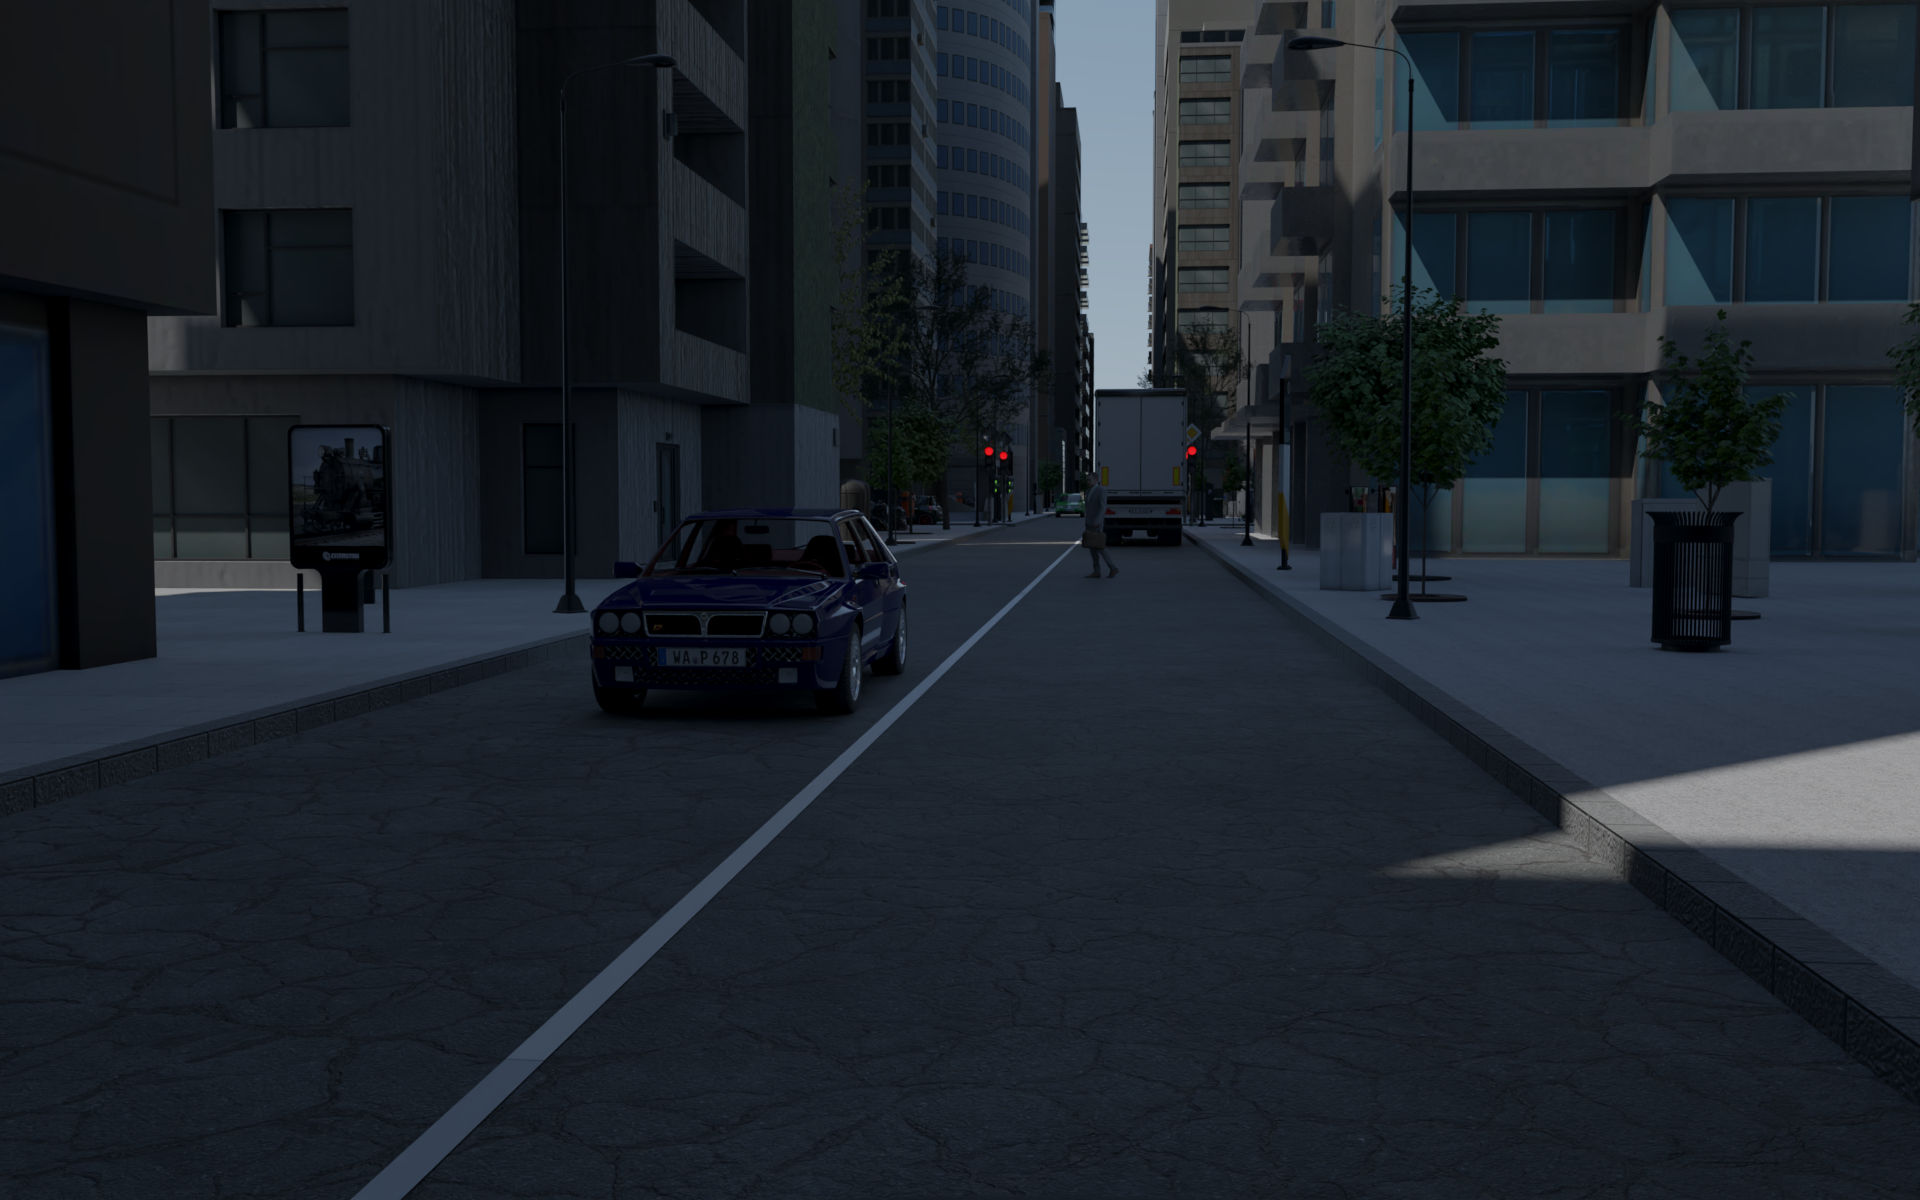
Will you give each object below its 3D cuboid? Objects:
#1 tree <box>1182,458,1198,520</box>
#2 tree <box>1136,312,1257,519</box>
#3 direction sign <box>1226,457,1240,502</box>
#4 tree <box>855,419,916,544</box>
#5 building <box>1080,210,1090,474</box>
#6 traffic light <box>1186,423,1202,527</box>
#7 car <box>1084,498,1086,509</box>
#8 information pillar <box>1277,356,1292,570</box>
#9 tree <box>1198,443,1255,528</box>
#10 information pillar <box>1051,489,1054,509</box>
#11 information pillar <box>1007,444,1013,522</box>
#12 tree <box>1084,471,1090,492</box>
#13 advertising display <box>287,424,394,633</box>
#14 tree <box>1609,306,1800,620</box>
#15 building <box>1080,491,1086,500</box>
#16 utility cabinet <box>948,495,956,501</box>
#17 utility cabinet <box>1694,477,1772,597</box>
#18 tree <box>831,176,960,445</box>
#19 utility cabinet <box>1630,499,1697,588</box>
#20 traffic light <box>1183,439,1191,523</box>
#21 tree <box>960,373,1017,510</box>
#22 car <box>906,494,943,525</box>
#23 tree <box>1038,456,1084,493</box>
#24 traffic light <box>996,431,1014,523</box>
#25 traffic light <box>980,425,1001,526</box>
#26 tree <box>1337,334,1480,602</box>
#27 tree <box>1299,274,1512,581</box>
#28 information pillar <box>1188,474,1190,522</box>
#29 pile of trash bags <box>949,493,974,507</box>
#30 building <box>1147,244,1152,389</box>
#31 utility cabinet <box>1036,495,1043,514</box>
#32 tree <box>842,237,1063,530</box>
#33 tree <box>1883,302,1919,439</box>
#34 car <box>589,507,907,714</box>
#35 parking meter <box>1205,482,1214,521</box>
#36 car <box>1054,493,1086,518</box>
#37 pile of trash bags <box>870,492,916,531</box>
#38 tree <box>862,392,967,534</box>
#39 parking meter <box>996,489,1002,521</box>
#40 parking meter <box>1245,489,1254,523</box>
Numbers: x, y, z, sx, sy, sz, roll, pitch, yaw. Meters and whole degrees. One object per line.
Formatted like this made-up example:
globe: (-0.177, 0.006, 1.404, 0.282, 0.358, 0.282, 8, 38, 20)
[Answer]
tree: (11.704, -5.503, 84.575, 1.663, 3.219, 1.824, 0, 3, 0)
tree: (12.322, -9.508, 89.867, 8.767, 10.594, 7.601, 0, 4, 6)
direction sign: (16.527, -6.909, 104.958, 0.876, 3.537, 0.379, -1, 4, -13)
tree: (-1.617, -3.067, 44.749, 1.663, 3.219, 1.824, 0, 3, 0)
building: (9.274, -40.159, 276.203, 23.786, 49.044, 30.456, 0, 4, 6)
traffic light: (9.122, -4.858, 68.345, 0.839, 4.253, 0.868, 0, 4, 6)
car: (13.018, -9.511, 167.510, 2.014, 1.417, 4.499, 0, 4, 8)
information pillar: (5.468, -2.313, 29.180, 0.183, 3.616, 0.504, 1, 4, 23)
tree: (10.207, -4.295, 64.828, 1.663, 3.219, 1.824, 0, 3, 0)
information pillar: (8.132, -9.032, 152.170, 0.304, 2.012, 0.304, 0, 4, -5)
information pillar: (2.317, -5.409, 79.787, 0.183, 3.616, 0.504, -1, 4, -18)
tree: (15.487, -14.699, 224.040, 4.285, 4.588, 4.351, 0, 3, 0)
advertising display: (-5.719, -0.660, 16.005, 0.974, 1.923, 0.123, 1, 4, 9)
tree: (7.830, -1.423, 17.876, 1.663, 3.219, 1.824, 0, 3, 0)
building: (1.982, -34.098, 249.380, 32.217, 40.220, 23.993, 0, 4, 6)
utility cabinet: (-0.729, -6.184, 112.269, 1.020, 1.237, 0.306, -1, 4, -12)
utility cabinet: (9.734, -0.803, 21.809, 0.318, 1.500, 1.173, 0, 4, -7)
tree: (-3.223, -5.413, 38.869, 4.737, 8.622, 4.395, 0, 3, 0)
utility cabinet: (9.766, -0.776, 23.843, 1.020, 1.237, 0.306, -1, 4, -9)
traffic light: (9.899, -5.344, 76.292, 0.839, 4.253, 0.868, 0, 4, 6)
tree: (1.094, -9.383, 103.768, 4.737, 8.622, 4.395, 0, 3, 0)
car: (-2.730, -3.846, 72.663, 4.222, 1.686, 2.009, 0, 4, 6)
tree: (7.336, -9.944, 146.295, 4.285, 4.588, 4.351, 0, 3, 0)
traffic light: (1.974, -5.390, 77.048, 0.839, 4.253, 0.868, 0, 4, 6)
traffic light: (1.197, -4.904, 69.101, 0.839, 4.253, 0.868, 0, 4, 6)
tree: (5.688, -1.617, 21.046, 1.663, 3.219, 1.824, 0, 3, 0)
tree: (6.739, -2.591, 26.070, 4.285, 4.588, 4.351, 0, 3, 0)
information pillar: (10.772, -5.461, 80.640, 0.183, 3.616, 0.504, -1, 4, -16)
pile of trash bags: (-0.064, -6.083, 109.207, 1.912, 1.369, 3.447, 0, 4, -2)
building: (42.874, -39.086, 293.683, 22.147, 44.769, 28.867, 0, 4, 6)
utility cabinet: (5.115, -6.151, 111.733, 0.306, 1.237, 1.020, 1, 4, 13)
tree: (-0.407, -7.811, 62.129, 8.767, 10.594, 7.601, 1, 4, 9)
tree: (13.692, -2.351, 22.159, 4.285, 4.588, 4.351, 0, 3, 0)
car: (-1.415, 0.000, 12.581, 1.945, 1.354, 3.894, 0, 4, 5)
parking meter: (11.942, -4.717, 82.834, 0.399, 1.863, 0.255, 0, 4, -5)
car: (6.802, -5.988, 106.706, 1.959, 1.807, 4.718, 0, 4, 5)
pile of trash bags: (-2.614, -3.139, 61.082, 1.912, 1.369, 3.447, 2, 4, 31)
tree: (-1.494, -4.396, 55.583, 4.285, 4.588, 4.351, 0, 3, 0)
parking meter: (1.798, -4.504, 82.053, 0.372, 1.533, 0.369, 0, 3, 0)
parking meter: (12.752, -4.154, 76.324, 0.372, 1.533, 0.369, 0, 3, 0)
